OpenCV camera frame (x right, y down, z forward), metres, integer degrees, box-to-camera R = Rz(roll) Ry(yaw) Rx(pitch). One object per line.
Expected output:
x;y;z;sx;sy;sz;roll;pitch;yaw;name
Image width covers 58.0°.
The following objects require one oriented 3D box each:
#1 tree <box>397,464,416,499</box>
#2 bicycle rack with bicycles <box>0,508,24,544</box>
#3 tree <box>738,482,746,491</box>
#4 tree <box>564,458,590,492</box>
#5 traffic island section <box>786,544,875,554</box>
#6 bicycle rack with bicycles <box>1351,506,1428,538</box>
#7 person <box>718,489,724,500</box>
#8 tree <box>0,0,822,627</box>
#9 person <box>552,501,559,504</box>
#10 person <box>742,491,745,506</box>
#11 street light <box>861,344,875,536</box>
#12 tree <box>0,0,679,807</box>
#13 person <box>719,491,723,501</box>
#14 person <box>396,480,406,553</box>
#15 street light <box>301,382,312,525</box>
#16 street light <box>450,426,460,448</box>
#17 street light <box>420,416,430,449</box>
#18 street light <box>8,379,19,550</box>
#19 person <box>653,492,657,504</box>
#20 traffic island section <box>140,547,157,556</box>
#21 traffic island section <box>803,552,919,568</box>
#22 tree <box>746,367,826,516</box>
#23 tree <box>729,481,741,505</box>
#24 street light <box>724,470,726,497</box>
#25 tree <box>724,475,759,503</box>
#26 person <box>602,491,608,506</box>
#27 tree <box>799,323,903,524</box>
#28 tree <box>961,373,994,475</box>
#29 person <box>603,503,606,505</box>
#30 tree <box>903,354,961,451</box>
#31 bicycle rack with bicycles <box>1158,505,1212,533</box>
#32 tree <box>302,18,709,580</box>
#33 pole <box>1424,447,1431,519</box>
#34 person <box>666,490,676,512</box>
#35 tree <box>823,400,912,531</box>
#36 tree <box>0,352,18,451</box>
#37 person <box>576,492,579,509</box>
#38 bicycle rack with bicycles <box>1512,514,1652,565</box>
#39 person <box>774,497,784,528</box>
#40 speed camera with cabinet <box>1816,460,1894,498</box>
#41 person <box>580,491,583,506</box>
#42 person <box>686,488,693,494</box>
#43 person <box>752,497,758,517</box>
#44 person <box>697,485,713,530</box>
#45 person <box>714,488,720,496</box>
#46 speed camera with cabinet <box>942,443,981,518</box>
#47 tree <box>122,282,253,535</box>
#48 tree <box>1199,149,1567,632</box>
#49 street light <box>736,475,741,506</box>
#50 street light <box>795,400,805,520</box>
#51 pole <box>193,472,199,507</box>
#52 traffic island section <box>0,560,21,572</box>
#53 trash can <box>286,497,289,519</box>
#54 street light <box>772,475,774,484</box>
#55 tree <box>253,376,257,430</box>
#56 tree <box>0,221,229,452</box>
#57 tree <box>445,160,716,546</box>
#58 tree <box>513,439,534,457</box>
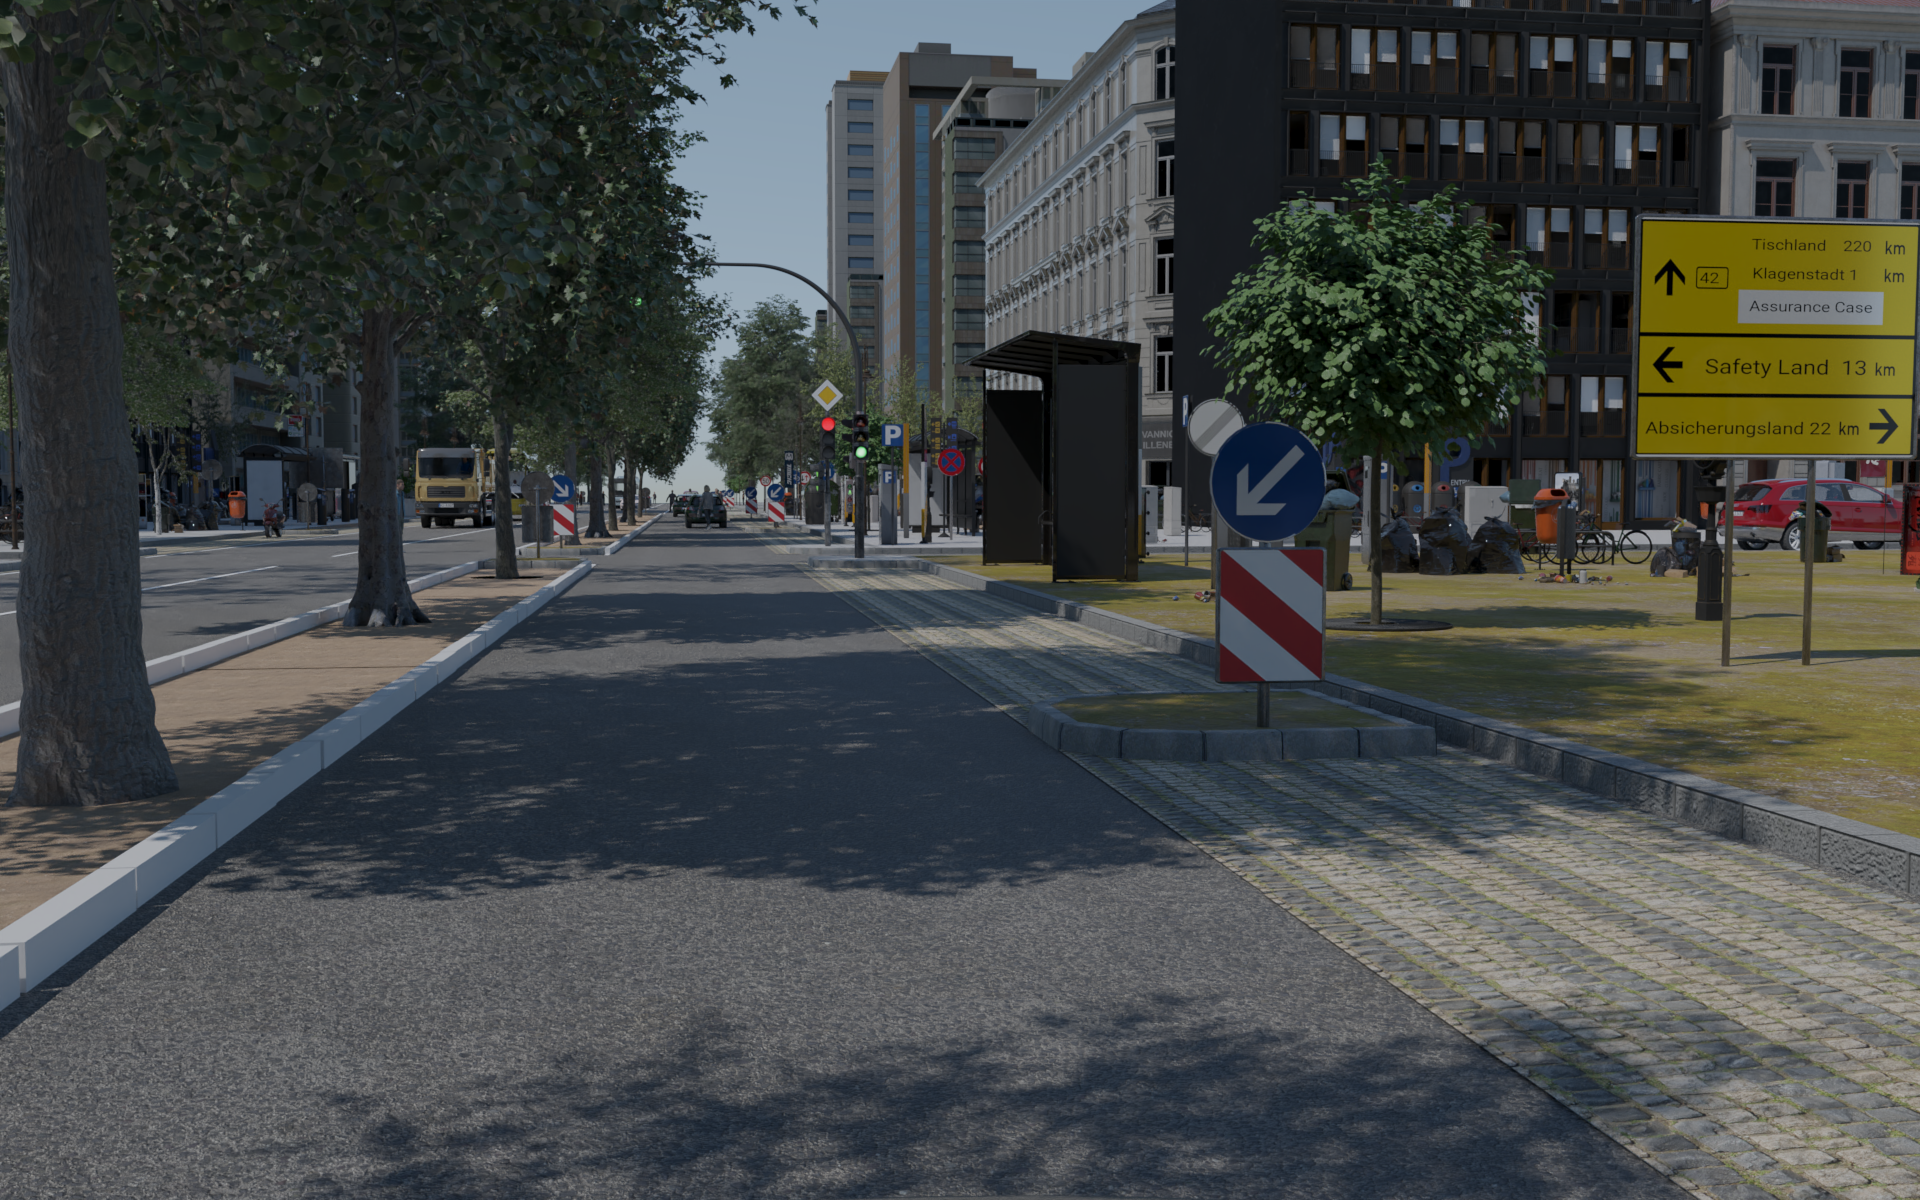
-31.024;-6.293;97.496;1.663;3.219;1.824;0;3;0;tree
-24.849;-1.910;44.605;2.925;0.926;2.852;-1;4;-14;bicycle rack with bicycles
-21.581;-14.105;180.975;4.360;8.622;3.978;0;3;0;tree
-52.921;-17.657;239.053;4.737;8.622;4.395;0;3;0;tree
-3.223;-1.240;42.551;2.009;0.180;2.903;-1;4;-9;traffic island section
12.260;-2.294;50.882;2.925;0.926;2.852;3;5;43;bicycle rack with bicycles
-22.293;-9.249;159.359;1.348;1.869;0.705;-3;5;-40;person
-6.318;-6.058;18.507;9.611;12.733;9.660;0;3;0;tree
-34.971;-8.504;150.767;0.991;1.433;0.599;-1;4;-13;person
-24.512;-11.450;195.726;0.705;1.822;1.348;0;4;-6;person
-2.922;-4.928;53.360;0.468;5.910;1.993;-1;4;-9;street light
-4.060;-6.028;7.668;9.857;13.997;8.962;0;3;0;tree
-19.813;-8.207;143.600;0.530;1.710;0.541;1;4;18;person
-13.692;-2.035;42.115;0.444;1.785;0.601;2;4;24;person
-26.850;-6.026;71.320;0.468;5.910;1.993;-1;4;-9;street light
-33.748;-8.743;115.743;0.468;5.910;1.993;-1;4;-9;street light
-31.703;-7.948;102.741;0.468;5.910;1.993;-1;4;-9;street light
-21.870;-4.106;39.918;0.468;5.910;1.993;-1;4;-9;street light
-43.658;-14.601;247.759;0.617;1.759;0.750;-1;4;-21;person
-19.866;-1.083;39.983;2.009;0.180;2.903;-1;4;-9;traffic island section
-1.998;-0.757;34.660;2.009;0.180;2.903;-1;4;-9;traffic island section
-9.280;-9.155;100.041;4.360;8.622;3.978;0;3;0;tree
-26.435;-12.928;205.974;1.663;3.219;1.824;0;3;0;tree
-37.179;-18.448;274.414;0.468;5.910;1.993;-1;4;-9;street light
-24.799;-13.336;201.762;4.285;4.588;4.351;0;3;0;tree
-43.344;-12.364;210.670;0.705;1.822;1.348;2;4;34;person
-4.960;-7.567;74.079;4.737;8.622;4.395;0;3;0;tree
0.554;-9.422;104.414;4.737;8.622;4.395;0;3;0;tree
-47.609;-13.639;231.513;0.705;1.822;1.348;2;4;35;person
-2.596;-8.558;90.279;4.737;8.622;4.395;0;3;0;tree
7.664;-2.735;58.095;2.852;0.926;2.925;-2;4;-32;bicycle rack with bicycles
-7.759;-6.159;28.909;9.928;11.665;9.643;0;3;0;tree
14.542;-3.670;53.840;0.158;3.312;0.155;0;3;0;pole
-22.605;-7.761;135.940;0.990;1.755;0.434;-1;4;-15;person
-3.094;-4.690;60.397;4.285;4.588;4.351;0;3;0;tree
-35.545;-6.837;62.153;4.737;8.622;4.395;0;3;0;tree
-36.875;-9.561;166.284;0.415;1.643;0.593;3;5;42;person
11.257;-1.143;32.067;2.925;0.926;2.852;1;4;16;bicycle rack with bicycles
-7.684;-3.965;73.514;0.466;1.800;0.511;0;4;2;person
24.612;-3.269;47.779;0.660;3.252;2.038;-2;4;-34;speed camera with cabinet
-46.041;-12.366;210.643;0.705;1.831;1.348;-2;4;-25;person
-17.622;-6.381;113.031;0.606;1.804;0.583;0;4;-8;person
-12.984;-6.124;109.631;0.522;1.701;0.512;-1;4;-12;person
-10.112;-3.682;68.887;0.709;1.800;0.728;-2;4;-33;person
-14.317;-5.677;101.740;0.576;1.772;0.534;0;4;-7;person
-0.164;-4.507;68.029;2.038;3.252;0.660;-2;4;-27;speed camera with cabinet
-25.239;-6.341;54.037;4.360;8.622;3.978;0;3;0;tree
4.032;-2.021;16.765;4.285;4.588;4.351;0;3;0;tree
-27.116;-14.517;210.138;0.468;5.910;1.993;-1;4;-9;street light
-7.811;-6.854;84.843;0.468;5.910;1.993;-1;4;-9;street light
-29.071;-4.405;65.863;0.158;3.312;0.155;0;3;0;pole
-18.642;-0.600;32.092;2.009;0.180;2.903;-1;4;-9;traffic island section
-32.678;-4.384;83.333;0.748;1.137;0.748;0;3;0;trash can
-12.563;-8.776;116.281;0.468;5.910;1.993;-1;4;-9;street light
-36.890;-8.288;85.870;4.360;8.622;3.978;0;3;0;tree
-23.719;-7.868;46.774;7.486;12.596;7.792;0;3;0;tree
-10.608;-7.751;47.307;7.486;12.596;7.792;0;3;0;tree
-39.737;-12.343;152.167;4.737;8.622;4.395;0;3;0;tree
